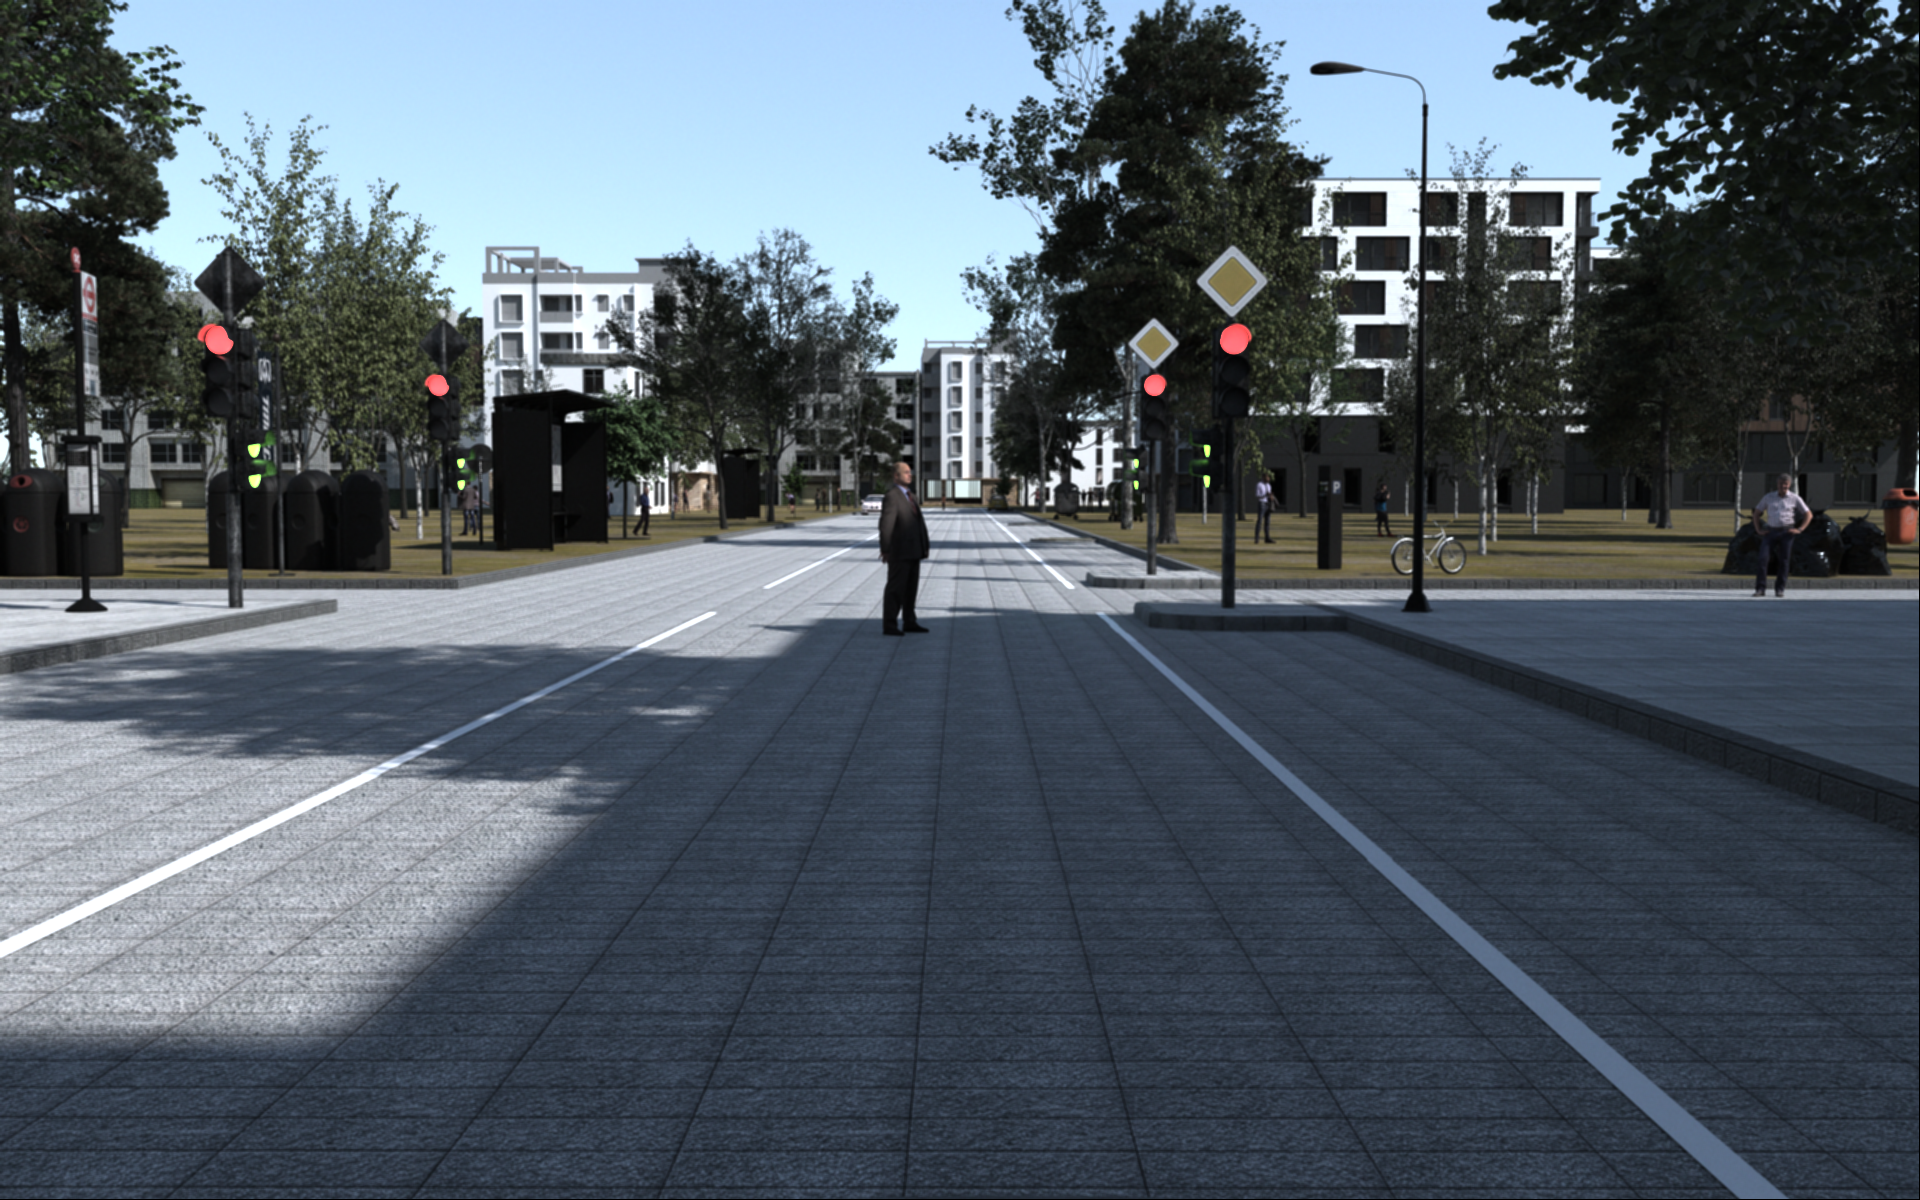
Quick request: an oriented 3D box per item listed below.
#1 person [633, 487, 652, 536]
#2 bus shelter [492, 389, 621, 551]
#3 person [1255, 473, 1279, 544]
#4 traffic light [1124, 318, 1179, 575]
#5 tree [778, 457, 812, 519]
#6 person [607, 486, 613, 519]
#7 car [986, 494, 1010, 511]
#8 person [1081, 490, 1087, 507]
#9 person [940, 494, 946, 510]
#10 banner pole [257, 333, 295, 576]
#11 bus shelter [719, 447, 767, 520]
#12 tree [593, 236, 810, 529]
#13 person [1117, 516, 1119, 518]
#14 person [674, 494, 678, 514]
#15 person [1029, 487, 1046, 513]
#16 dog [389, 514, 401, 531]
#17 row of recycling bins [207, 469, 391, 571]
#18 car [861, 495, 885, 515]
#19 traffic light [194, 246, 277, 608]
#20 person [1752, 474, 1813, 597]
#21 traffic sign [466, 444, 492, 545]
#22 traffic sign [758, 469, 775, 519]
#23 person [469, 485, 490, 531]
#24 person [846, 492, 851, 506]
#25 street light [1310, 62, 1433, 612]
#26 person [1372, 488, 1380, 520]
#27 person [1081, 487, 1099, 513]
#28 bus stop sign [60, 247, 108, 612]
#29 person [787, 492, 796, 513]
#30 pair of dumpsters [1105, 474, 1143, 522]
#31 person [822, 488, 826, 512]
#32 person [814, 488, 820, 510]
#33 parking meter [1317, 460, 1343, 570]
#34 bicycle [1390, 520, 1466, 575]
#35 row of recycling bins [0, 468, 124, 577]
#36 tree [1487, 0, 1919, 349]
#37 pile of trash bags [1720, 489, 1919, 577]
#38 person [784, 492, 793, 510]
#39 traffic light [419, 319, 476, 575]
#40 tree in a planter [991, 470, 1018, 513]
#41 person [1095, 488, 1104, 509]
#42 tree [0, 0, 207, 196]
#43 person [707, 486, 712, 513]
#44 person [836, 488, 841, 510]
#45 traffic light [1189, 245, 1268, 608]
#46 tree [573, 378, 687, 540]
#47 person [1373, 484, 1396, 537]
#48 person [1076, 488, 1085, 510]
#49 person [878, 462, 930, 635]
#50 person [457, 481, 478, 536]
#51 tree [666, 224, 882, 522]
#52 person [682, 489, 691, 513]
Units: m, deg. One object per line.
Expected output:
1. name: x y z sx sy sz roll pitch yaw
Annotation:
1. person: -9.719 -2.737 53.494 0.600 1.496 0.574 3 4 36
2. bus shelter: -9.662 -3.098 41.931 1.731 3.624 6.357 0 3 0
3. person: 7.950 -2.375 44.736 0.709 1.838 0.599 -3 4 -38
4. traffic light: 3.025 -2.334 27.405 0.839 4.213 0.868 0 4 0
5. tree: -8.636 -5.835 90.001 1.663 3.219 1.824 0 3 0
6. person: -18.143 -5.034 89.170 0.431 1.722 0.655 3 4 36
7. car: 3.229 -8.353 146.796 2.015 1.641 3.980 0 4 2
8. person: 11.830 -9.691 165.406 0.541 1.710 0.530 -1 4 -12
9. person: -1.472 -8.633 152.916 0.557 1.426 1.065 2 4 31
10. banner pole: -10.676 -2.254 26.872 0.401 3.779 0.863 0 4 5
11. bus shelter: -11.203 -6.013 89.593 1.731 3.624 6.357 0 4 0
12. tree: -8.923 -7.871 63.102 7.601 10.594 8.767 1 4 23
13. person: 7.584 -4.658 84.465 0.388 1.546 0.482 2 4 28
14. person: -18.729 -6.381 113.613 0.421 1.427 0.697 1 4 13
15. person: 5.369 -6.934 120.129 1.217 1.743 0.721 1 4 11
16. dog: -19.437 -2.758 59.466 0.800 0.831 0.513 1 4 18
17. row of recycling bins: -11.301 -1.370 29.515 3.534 1.692 1.069 1 4 18
18. car: -5.740 -6.513 118.844 2.083 1.381 4.827 0 4 1
19. traffic light: -8.156 -1.846 19.431 0.839 4.213 0.868 0 4 0
20. person: 11.426 -0.900 24.154 0.756 1.711 0.436 3 5 41
21. traffic sign: -12.173 -2.682 43.964 0.768 2.556 0.104 0 4 5
22. traffic sign: -9.848 -5.381 87.980 0.884 2.594 0.081 1 4 8
23. person: -16.911 -3.208 60.460 0.963 1.587 0.435 -1 4 -12
24. person: -11.784 -10.614 182.836 0.445 1.727 0.742 1 4 12
25. street light: 4.463 -2.828 18.784 1.470 5.913 1.316 0 4 0
26. person: 20.482 -4.716 85.109 0.435 1.587 0.963 1 4 16
27. person: 8.873 -6.817 118.028 1.217 1.766 0.721 0 4 0
28. bus stop sign: -9.603 -1.857 19.064 0.416 3.939 0.855 -1 4 -10
29. person: -11.304 -6.516 115.814 0.697 1.427 0.421 2 4 32
30. pair of dumpsters: 7.743 -4.801 80.985 1.574 2.255 4.436 0 4 0
31. person: -9.871 -7.369 127.053 0.721 1.766 1.217 0 4 -4
32. person: -11.398 -8.013 137.783 0.721 1.735 1.217 -1 4 -21
33. parking meter: 6.299 -1.455 29.496 0.399 1.863 0.255 -3 4 -38
34. bicycle: 7.430 -0.875 27.522 1.543 0.972 0.635 -2 4 -24
35. row of recycling bins: -14.908 -1.218 27.026 3.534 1.692 1.069 0 4 -5
36. tree: 5.187 -5.435 6.991 7.486 12.596 7.792 0 3 0
37. pile of trash bags: 14.137 -1.110 27.903 3.447 1.369 1.912 -2 4 -23
38. person: -14.071 -8.131 142.166 0.799 1.438 0.628 0 4 -8
39. traffic light: -8.136 -2.335 27.416 0.839 4.213 0.868 0 4 0
40. tree in a planter: 3.314 -8.075 129.242 1.991 3.239 1.994 0 4 0
41. person: 12.162 -8.840 150.652 0.705 1.814 1.350 3 4 37
42. tree: -9.214 -5.342 13.091 9.928 11.665 9.643 0 3 0
43. person: -17.139 -6.874 118.431 0.705 1.824 1.348 -1 4 -13
44. person: -9.628 -7.971 136.916 0.434 1.755 0.990 -1 4 -14
45. traffic light: 3.005 -1.846 19.419 0.839 4.213 0.868 0 4 0
46. tree: -9.478 -3.996 49.046 4.285 4.588 4.351 0 3 0
47. person: 12.621 -2.665 51.486 0.662 1.594 0.647 -2 4 -24
48. person: 9.688 -8.375 143.051 1.350 1.814 0.705 1 4 17
49. person: -0.540 -0.532 17.748 0.434 1.755 0.990 2 4 31
50. person: -15.270 -2.862 53.650 0.431 1.722 0.655 3 4 37
51. tree: -8.463 -10.281 78.457 12.009 13.543 11.850 0 3 0
52. person: -18.445 -6.689 116.885 0.593 1.643 0.415 0 4 -4
